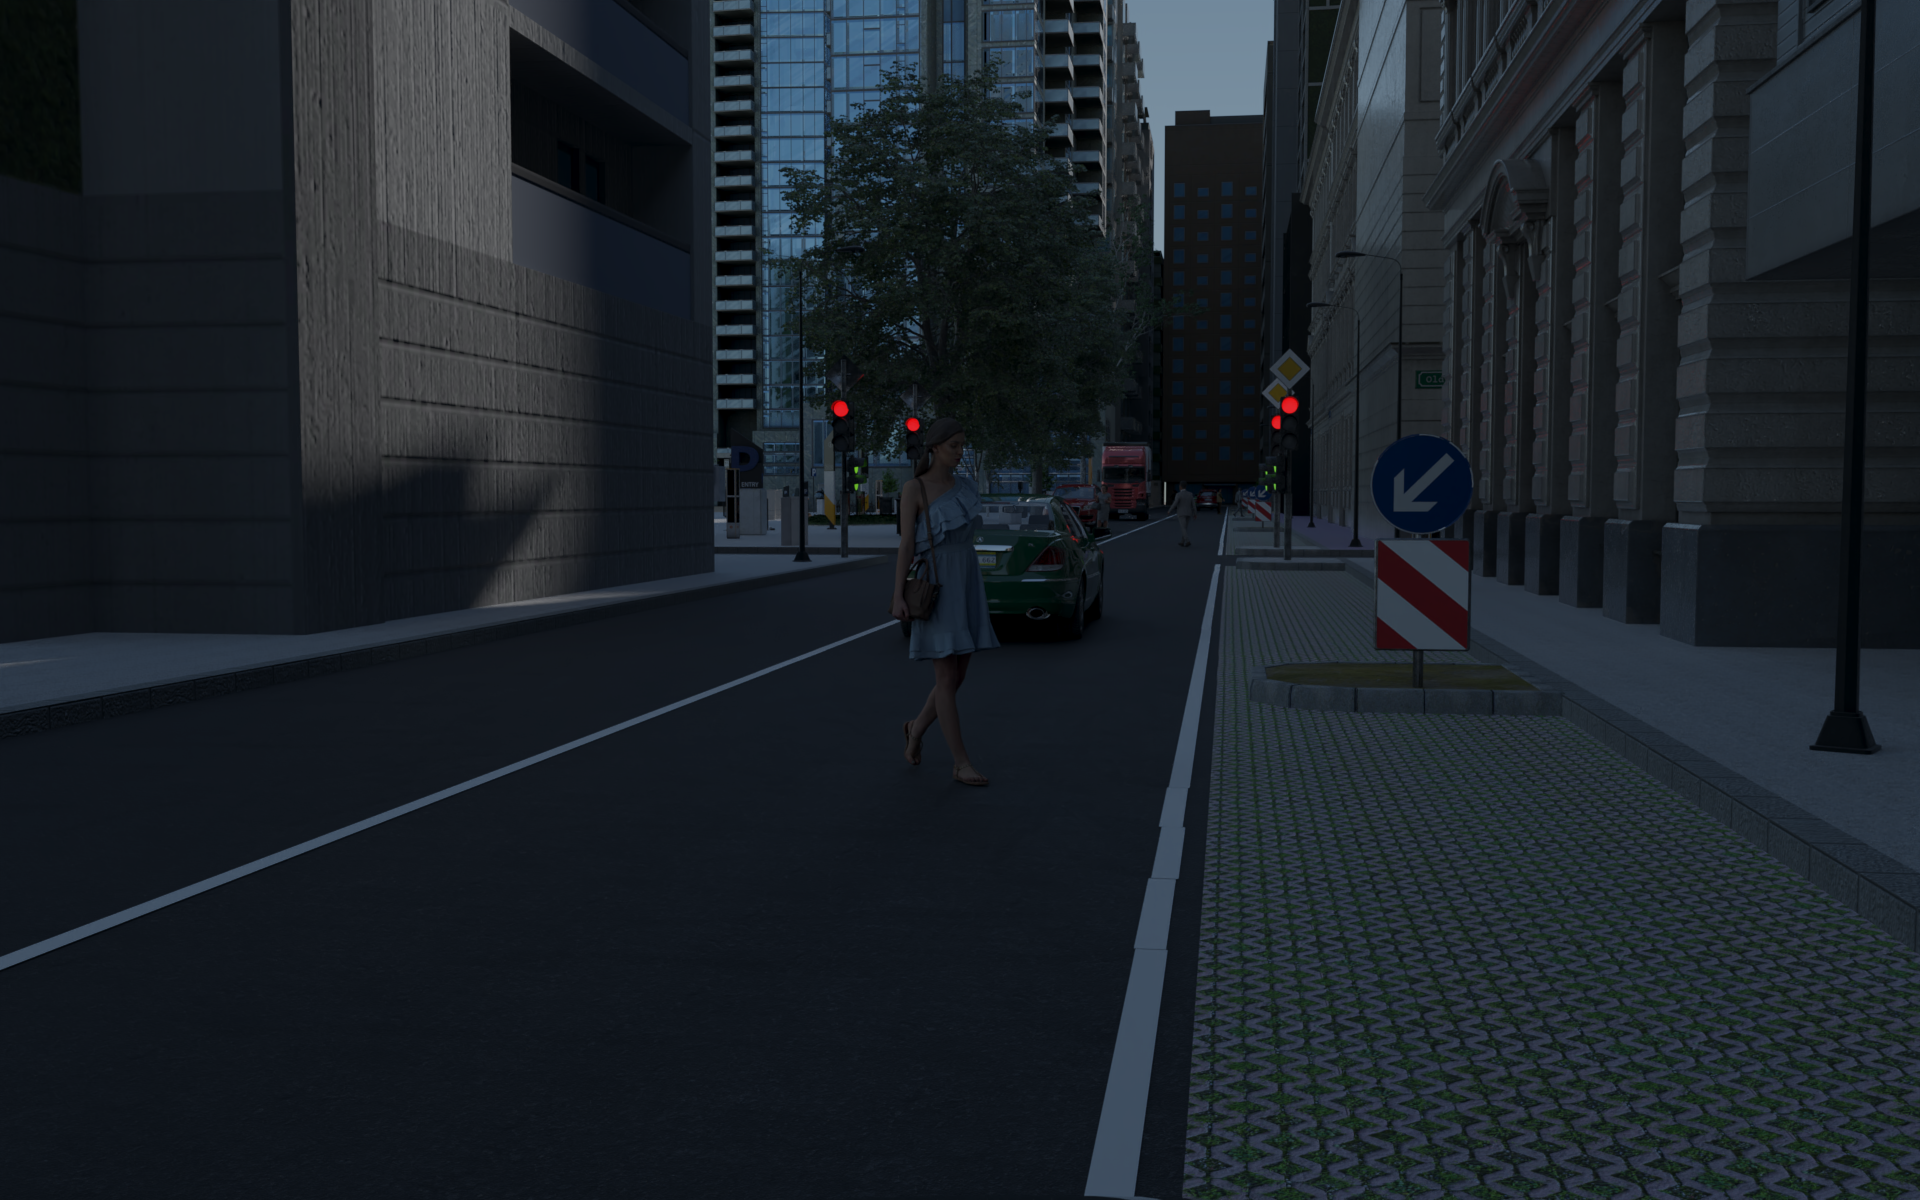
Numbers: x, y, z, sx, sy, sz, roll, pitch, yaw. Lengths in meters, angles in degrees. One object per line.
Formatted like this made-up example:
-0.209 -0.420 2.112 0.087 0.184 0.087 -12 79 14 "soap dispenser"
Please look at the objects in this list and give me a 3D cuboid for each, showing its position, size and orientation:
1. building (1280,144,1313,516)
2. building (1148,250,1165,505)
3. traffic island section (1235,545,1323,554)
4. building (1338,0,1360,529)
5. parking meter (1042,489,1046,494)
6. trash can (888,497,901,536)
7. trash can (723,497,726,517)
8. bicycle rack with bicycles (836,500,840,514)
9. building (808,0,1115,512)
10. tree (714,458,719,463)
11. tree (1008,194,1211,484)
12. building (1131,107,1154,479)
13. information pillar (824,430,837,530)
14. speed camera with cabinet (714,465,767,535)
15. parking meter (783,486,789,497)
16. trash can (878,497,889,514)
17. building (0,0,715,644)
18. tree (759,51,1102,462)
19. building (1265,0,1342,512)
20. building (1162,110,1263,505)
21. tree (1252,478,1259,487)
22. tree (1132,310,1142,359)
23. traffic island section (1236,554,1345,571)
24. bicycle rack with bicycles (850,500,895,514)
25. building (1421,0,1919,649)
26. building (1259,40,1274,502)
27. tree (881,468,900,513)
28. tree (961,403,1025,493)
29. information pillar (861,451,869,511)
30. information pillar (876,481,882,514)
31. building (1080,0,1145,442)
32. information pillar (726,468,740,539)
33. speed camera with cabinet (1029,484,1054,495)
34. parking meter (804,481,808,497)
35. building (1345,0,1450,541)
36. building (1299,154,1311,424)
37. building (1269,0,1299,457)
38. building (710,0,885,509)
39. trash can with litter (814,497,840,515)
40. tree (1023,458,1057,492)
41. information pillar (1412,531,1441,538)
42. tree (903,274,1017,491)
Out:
26.327 -16.942 106.683 12.332 23.373 15.834 1 4 9 "building"
17.470 -26.650 207.420 14.107 30.474 14.160 1 4 9 "building"
7.612 -1.177 41.531 2.009 0.180 2.903 1 4 9 "traffic island section"
20.092 -14.136 67.276 11.583 22.565 21.152 1 4 9 "building"
3.848 -4.432 80.873 0.372 1.533 0.369 0 3 0 "parking meter"
-1.638 -2.522 52.894 0.748 1.137 0.748 0 3 0 "trash can"
-12.695 -5.097 94.984 0.748 1.137 0.748 0 3 0 "trash can"
-7.666 -5.933 110.384 2.925 0.926 2.852 2 4 30 "bicycle rack with bicycles"
1.210 -50.137 132.416 22.319 86.520 31.000 1 4 9 "building"
-14.495 -6.615 91.869 4.285 4.588 4.351 0 3 0 "tree"
8.986 -15.484 109.052 12.611 20.169 13.585 0 3 0 "tree"
13.679 -30.733 186.080 14.086 41.232 14.154 1 4 9 "building"
-4.709 -4.367 62.750 0.504 3.616 0.183 3 5 39 "information pillar"
-7.099 -3.663 54.233 2.038 3.252 0.660 1 4 12 "speed camera with cabinet"
-11.989 -6.956 119.434 0.399 1.863 0.255 1 4 15 "parking meter"
-3.534 -4.332 82.482 0.748 1.137 0.748 0 3 0 "trash can"
-18.572 -29.511 24.511 28.212 58.520 21.231 1 4 9 "building"
-0.531 -8.740 49.554 9.857 13.997 8.962 0 3 0 "tree"
33.530 -42.190 128.057 20.563 71.187 20.611 1 4 9 "building"
31.459 -33.927 204.819 14.200 45.320 14.600 1 4 9 "building"
33.271 -12.081 192.126 1.663 3.219 1.824 0 3 0 "tree"
3.482 -10.590 79.802 9.857 13.997 8.962 0 3 0 "tree"
6.382 -0.695 33.641 2.009 0.180 2.903 1 4 9 "traffic island section"
-4.985 -5.468 102.790 2.925 0.926 2.852 1 4 11 "bicycle rack with bicycles"
12.330 -11.826 22.230 11.050 23.489 19.941 1 4 9 "building"
41.849 -33.860 177.316 21.300 48.544 21.600 1 4 9 "building"
-4.980 -7.531 117.727 1.663 3.219 1.824 0 3 0 "tree"
1.793 -8.944 96.593 4.360 8.622 3.978 0 3 0 "tree"
-5.038 -6.111 91.270 0.504 3.616 0.183 -3 5 -41 "information pillar"
-4.383 -5.463 93.811 0.304 2.012 0.304 0 4 7 "information pillar"
5.821 -33.289 163.883 23.786 49.044 30.456 1 4 9 "building"
-6.518 -2.768 49.744 0.304 2.012 0.304 1 4 16 "information pillar"
4.880 -6.517 100.892 0.660 3.252 2.038 3 5 44 "speed camera with cabinet"
-6.964 -4.367 77.115 0.255 1.863 0.399 3 5 42 "parking meter"
32.811 -16.419 44.862 44.131 29.872 17.030 1 4 9 "building"
23.570 -15.431 88.455 11.583 22.565 21.152 1 4 9 "building"
38.123 -37.335 152.431 21.231 58.520 28.212 1 4 9 "building"
-23.380 -53.413 185.967 31.000 86.520 22.319 1 4 9 "building"
-7.658 -5.369 98.840 2.233 1.210 1.678 1 4 17 "trash can with litter"
4.244 -5.770 88.939 1.663 3.219 1.824 0 3 0 "tree"
6.489 -1.198 24.077 0.304 2.012 0.304 3 5 45 "information pillar"
0.379 -6.538 57.257 4.737 8.622 4.395 0 3 0 "tree"
